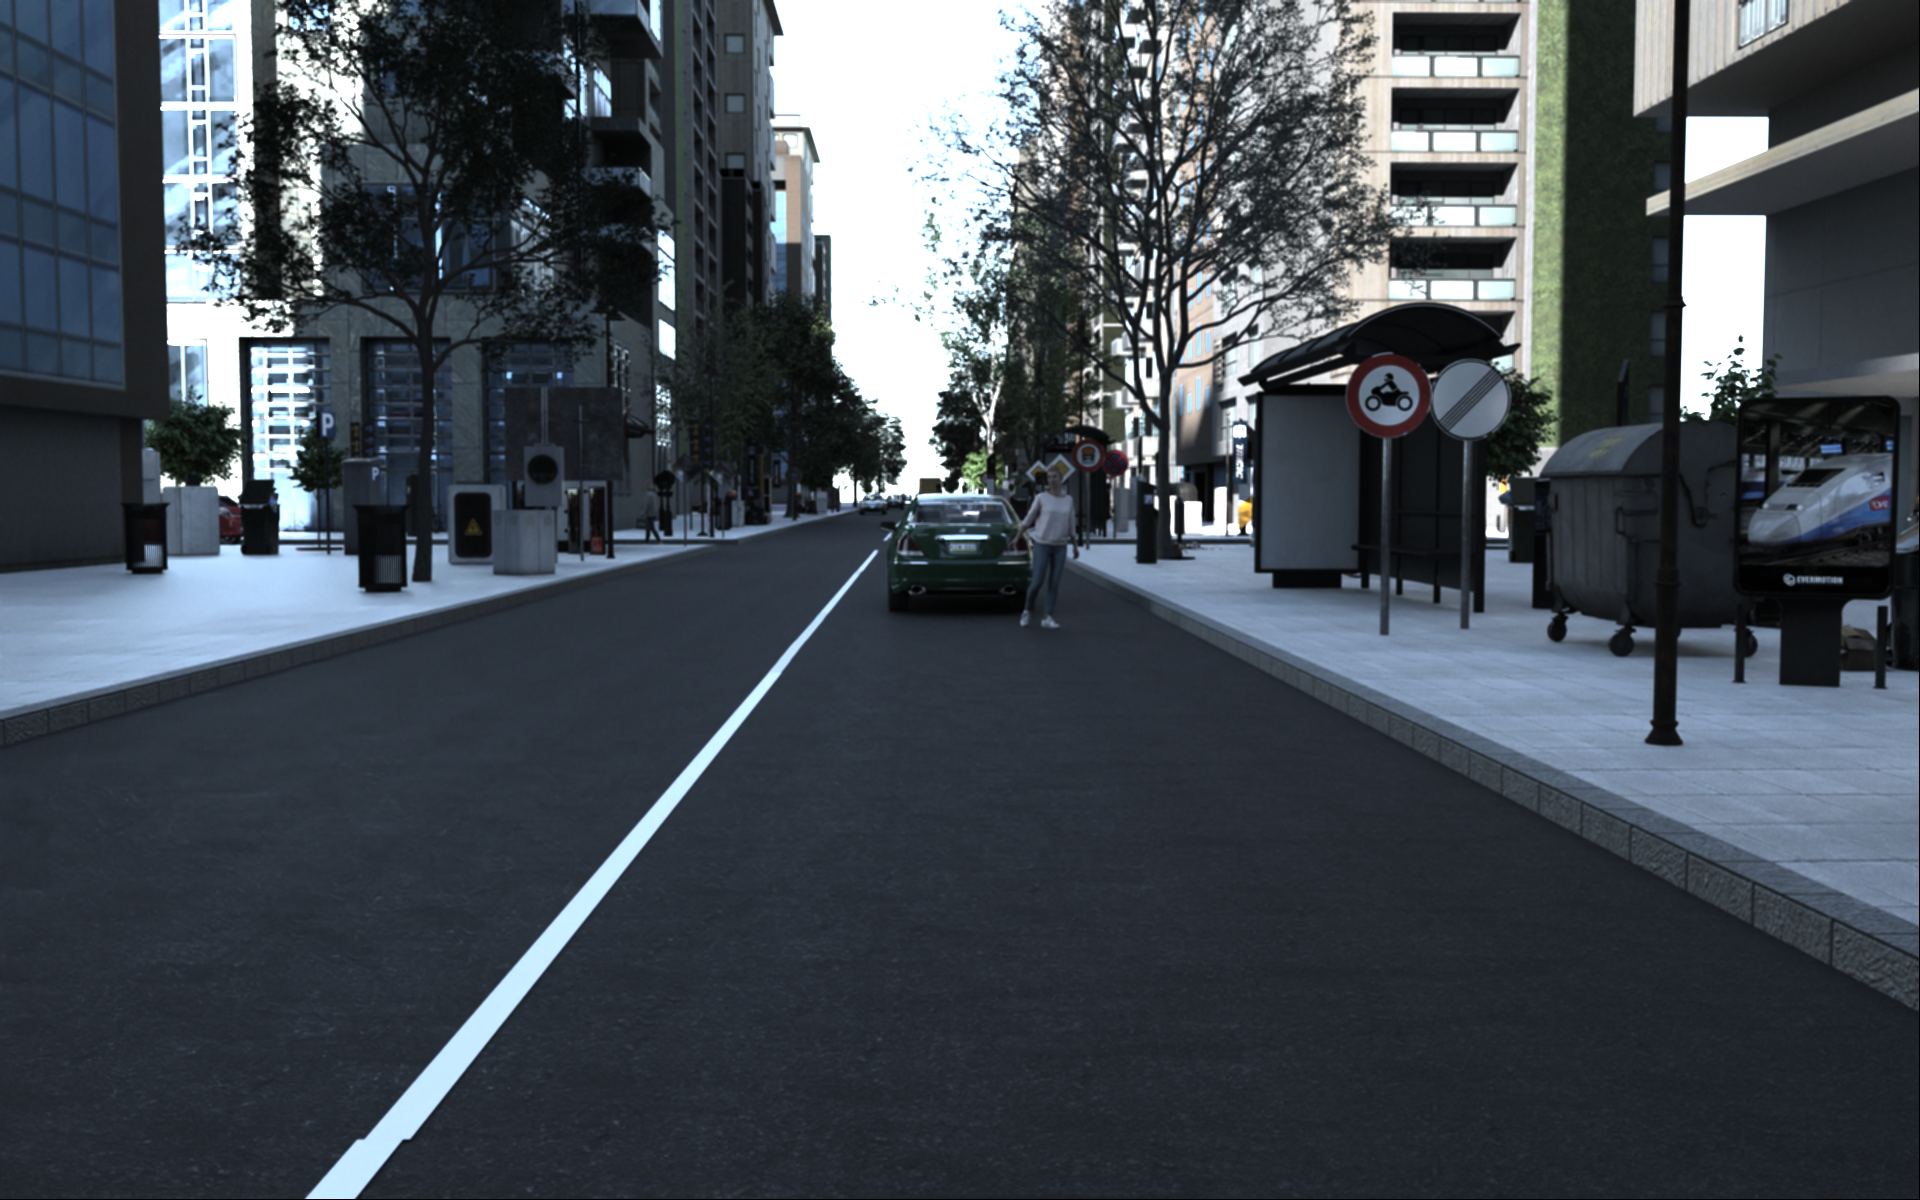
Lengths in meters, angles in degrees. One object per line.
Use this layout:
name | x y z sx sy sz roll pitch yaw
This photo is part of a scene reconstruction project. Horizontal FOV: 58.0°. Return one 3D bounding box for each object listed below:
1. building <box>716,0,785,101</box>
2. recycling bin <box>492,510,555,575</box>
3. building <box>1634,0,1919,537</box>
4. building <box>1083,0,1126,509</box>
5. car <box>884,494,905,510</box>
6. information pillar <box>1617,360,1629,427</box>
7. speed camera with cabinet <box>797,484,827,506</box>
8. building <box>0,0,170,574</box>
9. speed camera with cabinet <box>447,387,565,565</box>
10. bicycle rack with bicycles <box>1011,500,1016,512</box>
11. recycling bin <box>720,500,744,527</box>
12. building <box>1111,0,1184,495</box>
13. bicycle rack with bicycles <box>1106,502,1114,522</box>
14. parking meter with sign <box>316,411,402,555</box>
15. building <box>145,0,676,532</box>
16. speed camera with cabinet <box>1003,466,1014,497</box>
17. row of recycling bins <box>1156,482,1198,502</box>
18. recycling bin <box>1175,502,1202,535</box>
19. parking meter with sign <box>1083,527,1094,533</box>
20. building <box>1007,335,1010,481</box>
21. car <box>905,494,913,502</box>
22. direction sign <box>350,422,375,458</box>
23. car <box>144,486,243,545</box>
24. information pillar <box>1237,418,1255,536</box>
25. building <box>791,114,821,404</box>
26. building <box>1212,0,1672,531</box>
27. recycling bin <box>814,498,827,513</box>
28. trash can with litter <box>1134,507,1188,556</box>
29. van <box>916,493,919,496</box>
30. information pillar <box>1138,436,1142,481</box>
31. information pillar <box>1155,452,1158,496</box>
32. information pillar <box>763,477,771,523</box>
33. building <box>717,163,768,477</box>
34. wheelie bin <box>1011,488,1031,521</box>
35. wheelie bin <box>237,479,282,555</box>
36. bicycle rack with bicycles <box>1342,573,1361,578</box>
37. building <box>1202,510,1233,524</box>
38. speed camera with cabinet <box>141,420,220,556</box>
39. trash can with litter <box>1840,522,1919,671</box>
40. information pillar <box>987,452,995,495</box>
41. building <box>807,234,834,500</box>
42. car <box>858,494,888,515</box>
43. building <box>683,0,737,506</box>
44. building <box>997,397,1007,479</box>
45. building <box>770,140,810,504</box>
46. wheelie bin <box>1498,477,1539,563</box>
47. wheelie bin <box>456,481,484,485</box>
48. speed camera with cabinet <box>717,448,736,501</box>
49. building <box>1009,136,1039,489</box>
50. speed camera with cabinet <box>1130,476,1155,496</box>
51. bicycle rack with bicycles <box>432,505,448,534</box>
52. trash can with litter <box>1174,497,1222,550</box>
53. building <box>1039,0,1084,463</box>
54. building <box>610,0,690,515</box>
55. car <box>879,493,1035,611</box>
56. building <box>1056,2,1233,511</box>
building | -32.689 -35.705 173.009 28.713 52.752 27.495 0 4 -1
recycling bin | -6.986 -0.928 27.735 0.722 1.027 0.722 3 4 36
building | 26.835 -26.356 20.160 28.713 52.752 27.495 0 4 -1
building | 18.936 -42.885 139.425 20.563 71.187 20.611 0 4 -1
car | -6.102 -9.251 161.040 2.009 1.686 4.222 0 4 1
information pillar | 11.496 -2.370 30.102 0.183 3.616 0.504 2 4 33
speed camera with cabinet | -10.049 -7.546 117.719 2.038 3.252 0.660 -2 4 -33
building | -22.101 -22.927 24.970 14.200 45.320 14.600 0 4 -1
speed camera with cabinet | -8.319 -2.288 31.750 2.038 3.252 0.660 0 4 -7
bicycle rack with bicycles | 3.128 -5.452 102.528 2.925 0.926 2.852 -1 4 -12
recycling bin | -8.964 -3.395 68.062 0.722 1.027 0.722 2 4 35
building | 21.641 -30.008 110.236 23.786 49.044 30.456 0 4 -1
bicycle rack with bicycles | 6.347 -3.973 78.345 2.852 0.926 2.925 -3 4 -39
parking meter with sign | -12.623 -2.463 36.532 1.738 3.016 0.543 1 4 15
building | -23.401 -46.359 70.645 22.319 86.520 31.000 0 4 -1
speed camera with cabinet | 2.921 -7.723 120.600 0.660 3.252 2.038 3 5 44
row of recycling bins | 7.819 -3.372 62.240 1.069 1.692 3.534 0 4 -5
recycling bin | 7.190 -2.569 54.550 0.722 1.027 0.722 0 4 -3
parking meter with sign | 4.339 -3.795 58.305 0.543 3.016 1.738 0 4 -4
building | 13.680 -29.214 249.350 14.160 30.474 14.107 0 4 -1
car | -8.714 -16.606 283.311 2.131 1.459 4.920 0 4 -2
direction sign | -18.794 -3.825 54.537 0.876 3.537 0.379 1 4 19
car | -21.286 -2.269 46.131 4.494 1.783 2.155 0 4 -1
information pillar | 8.819 -3.791 53.344 0.504 3.616 0.183 0 4 -3
building | -34.448 -40.023 243.609 28.713 52.752 27.495 0 4 -1
building | 17.616 -23.334 65.100 14.086 41.232 14.154 0 4 -1
recycling bin | -9.356 -6.341 116.221 0.722 1.027 0.722 -1 4 -16
trash can with litter | 4.108 -1.472 35.449 1.055 1.170 0.624 0 4 -1
van | -4.389 -12.950 216.115 2.240 2.365 5.245 0 4 -1
information pillar | 7.239 -4.789 69.656 0.183 3.616 0.504 0 4 -4
information pillar | 9.604 -5.599 82.900 0.504 3.616 0.183 1 4 18
information pillar | -8.504 -4.403 76.474 0.304 2.012 0.304 0 4 5
building | -24.681 -23.326 153.088 14.160 30.474 14.107 0 4 -1
wheelie bin | 2.986 -4.656 84.031 0.980 1.594 0.693 0 4 7
wheelie bin | -14.870 -1.766 36.774 0.980 1.594 0.693 0 4 6
bicycle rack with bicycles | 6.603 -0.833 27.003 2.925 0.926 2.852 1 4 13
building | 18.024 -26.293 79.997 14.600 45.320 14.200 0 4 -1
speed camera with cabinet | -16.404 -2.540 35.861 0.660 3.252 2.038 2 4 29
trash can with litter | 6.838 -0.073 12.588 1.055 1.170 0.624 0 4 -3
information pillar | 1.705 -6.309 94.499 0.504 3.616 0.183 0 4 -4
building | -26.808 -35.552 264.875 14.154 41.232 14.086 0 4 -1
car | -6.084 -6.702 121.378 2.131 1.459 4.920 0 4 -1
building | -27.438 -42.560 134.102 20.563 71.187 20.611 0 4 -1
building | 20.186 -26.087 271.559 27.650 21.520 28.899 0 4 -1
building | -26.806 -35.050 223.182 14.600 45.320 14.200 0 4 -1
wheelie bin | 10.590 -1.503 32.480 0.980 1.594 0.693 0 4 7
wheelie bin | -11.924 -2.089 42.060 0.980 1.594 0.693 -1 4 -15
speed camera with cabinet | -10.176 -4.964 75.500 0.660 3.252 2.038 0 4 -1
building | 17.766 -37.094 230.191 21.300 48.544 21.600 0 4 -1
speed camera with cabinet | 9.763 -5.867 90.267 2.038 3.252 0.660 -3 4 -37
bicycle rack with bicycles | -16.025 -2.621 56.229 2.852 0.926 2.925 -3 4 -39
trash can with litter | 5.265 -1.826 40.917 1.678 1.210 2.233 0 4 3
building | 18.636 -38.972 179.192 21.231 58.520 28.212 0 4 -1
building | -24.111 -25.621 102.505 14.154 41.232 14.086 0 4 -1
car | -0.012 -0.666 22.687 2.131 1.459 4.920 0 4 -1
building | 16.236 -31.073 158.159 14.600 45.320 14.200 0 4 -1
